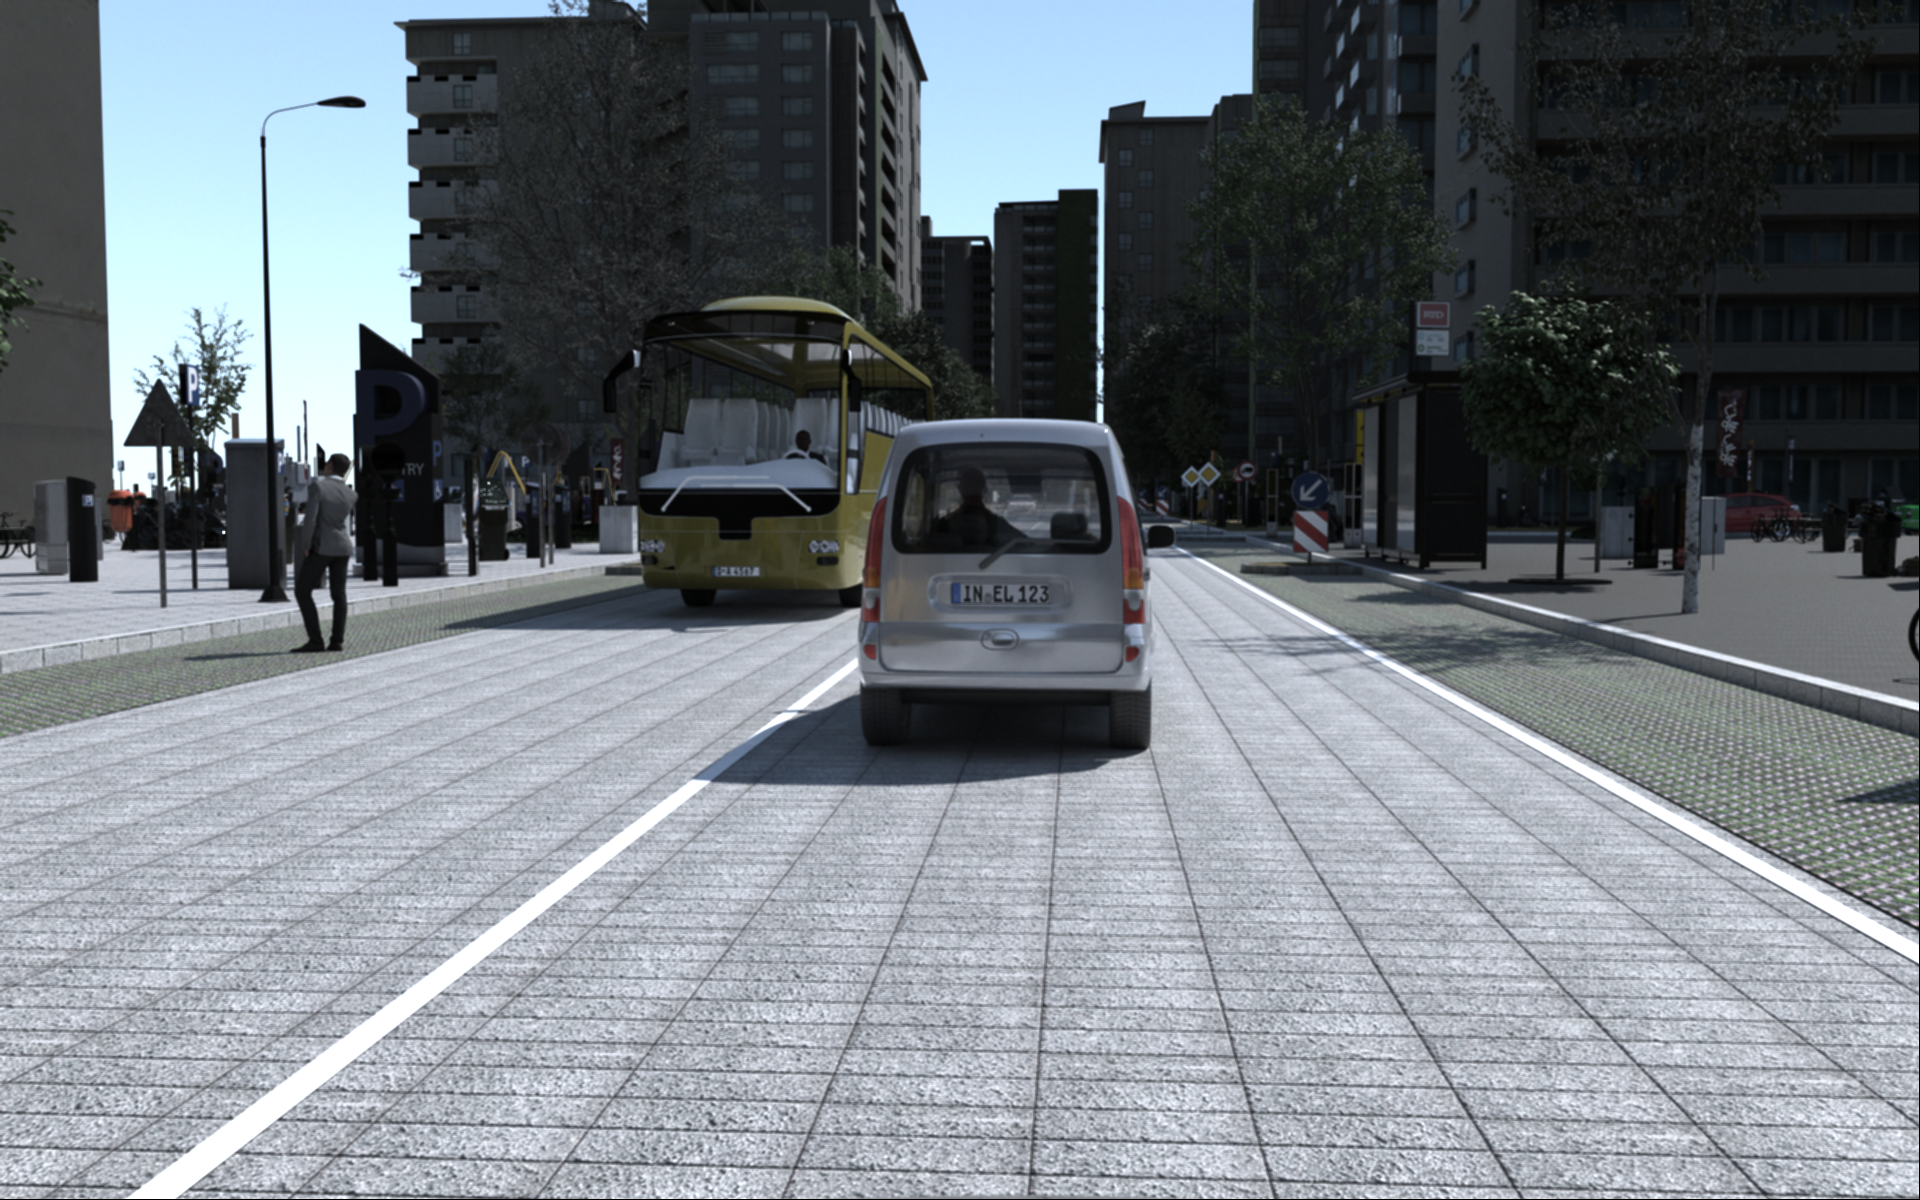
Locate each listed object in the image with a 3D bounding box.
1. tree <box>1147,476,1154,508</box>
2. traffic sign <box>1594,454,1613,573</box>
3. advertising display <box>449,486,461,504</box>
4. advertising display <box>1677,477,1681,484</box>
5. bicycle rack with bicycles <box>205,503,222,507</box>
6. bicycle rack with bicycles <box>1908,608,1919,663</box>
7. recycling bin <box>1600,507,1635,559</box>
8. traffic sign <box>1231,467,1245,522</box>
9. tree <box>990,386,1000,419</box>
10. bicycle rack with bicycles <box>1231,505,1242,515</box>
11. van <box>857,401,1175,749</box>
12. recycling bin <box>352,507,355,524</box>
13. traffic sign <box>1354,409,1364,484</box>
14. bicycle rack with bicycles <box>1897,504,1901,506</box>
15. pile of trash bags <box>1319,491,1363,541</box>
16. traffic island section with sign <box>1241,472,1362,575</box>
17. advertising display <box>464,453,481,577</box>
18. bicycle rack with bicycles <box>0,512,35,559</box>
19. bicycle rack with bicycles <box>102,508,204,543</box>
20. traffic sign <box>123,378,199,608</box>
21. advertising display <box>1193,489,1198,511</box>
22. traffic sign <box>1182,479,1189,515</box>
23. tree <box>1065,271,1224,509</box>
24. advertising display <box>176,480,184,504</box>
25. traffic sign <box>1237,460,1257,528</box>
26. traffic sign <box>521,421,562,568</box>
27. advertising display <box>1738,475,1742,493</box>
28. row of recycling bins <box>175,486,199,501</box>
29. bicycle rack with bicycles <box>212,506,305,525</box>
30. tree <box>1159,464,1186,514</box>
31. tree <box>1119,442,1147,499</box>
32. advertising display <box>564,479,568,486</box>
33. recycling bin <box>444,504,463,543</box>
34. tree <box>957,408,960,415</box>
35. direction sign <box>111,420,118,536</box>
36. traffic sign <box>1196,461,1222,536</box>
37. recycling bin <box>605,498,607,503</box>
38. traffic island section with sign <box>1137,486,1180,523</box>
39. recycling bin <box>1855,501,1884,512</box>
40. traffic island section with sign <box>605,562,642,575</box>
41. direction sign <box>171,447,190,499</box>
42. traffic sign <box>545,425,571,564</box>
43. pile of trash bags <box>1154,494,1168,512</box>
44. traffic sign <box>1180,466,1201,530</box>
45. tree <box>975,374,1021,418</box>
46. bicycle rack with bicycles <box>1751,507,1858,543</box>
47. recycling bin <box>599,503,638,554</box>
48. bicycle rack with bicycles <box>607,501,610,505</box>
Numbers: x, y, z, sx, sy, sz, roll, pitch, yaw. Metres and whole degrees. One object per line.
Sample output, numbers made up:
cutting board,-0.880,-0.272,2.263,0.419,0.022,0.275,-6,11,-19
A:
tree,18.377,-10.460,165.625,1.663,3.219,1.824,0,3,0
traffic sign,10.427,-1.722,28.267,0.768,2.556,0.104,0,4,7
advertising display,-40.191,-8.113,137.855,0.974,1.923,0.123,0,4,-3
advertising display,26.762,-3.628,64.537,0.123,1.923,0.974,2,4,24
bicycle rack with bicycles,-30.842,-3.721,74.228,2.925,0.926,2.852,1,4,12
bicycle rack with bicycles,8.440,0.083,12.033,2.925,0.926,2.852,3,4,38
recycling bin,13.188,-1.353,34.678,0.722,1.027,0.722,1,4,9
traffic sign,12.838,-4.870,79.727,0.768,2.556,0.104,0,4,7
tree,0.034,-13.306,143.304,9.928,11.665,9.643,0,3,0
bicycle rack with bicycles,16.951,-5.833,108.748,2.925,0.926,2.852,0,4,-7
van,0.394,-0.255,11.177,2.013,2.044,4.112,0,4,5
recycling bin,-26.204,-3.795,74.602,0.722,1.027,0.722,2,4,28
traffic sign,10.569,-2.907,41.409,2.265,3.308,0.079,0,4,8
bicycle rack with bicycles,57.875,-5.544,104.019,2.925,0.926,2.852,-2,4,-31
pile of trash bags,11.012,-2.404,49.055,1.912,1.369,3.447,1,4,23
traffic island section with sign,6.137,-1.391,31.371,1.989,1.847,2.006,0,4,4
advertising display,-7.687,-1.353,27.334,0.123,1.923,0.974,-1,4,-9
bicycle rack with bicycles,-19.517,-1.269,34.137,2.852,0.926,2.925,2,4,25
bicycle rack with bicycles,-21.752,-1.925,44.863,2.852,0.926,2.925,0,4,4
traffic sign,-8.992,-1.191,19.484,0.884,2.594,0.081,0,4,6
advertising display,15.946,-6.724,115.156,0.974,1.923,0.123,0,4,-7
traffic sign,12.702,-5.785,96.717,0.606,2.300,0.079,1,4,14
tree,15.737,-17.865,147.974,12.611,20.169,13.585,0,3,0
advertising display,-37.086,-4.718,82.349,0.123,1.923,0.974,-1,4,-10
traffic sign,10.737,-3.959,64.837,0.768,2.556,0.104,0,4,4
traffic sign,-7.287,-1.838,30.157,0.768,2.556,0.104,1,4,12
advertising display,26.853,-3.329,59.651,0.123,1.923,0.974,2,4,25
row of recycling bins,-38.009,-4.953,88.093,3.534,1.692,1.069,-1,4,-14
bicycle rack with bicycles,-16.518,-1.830,43.300,2.852,0.926,2.925,1,4,10
tree,14.058,-7.068,110.163,1.663,3.219,1.824,0,3,0
tree,18.825,-14.274,183.747,4.737,8.622,4.395,0,3,0
advertising display,-16.855,-4.217,74.164,0.123,1.923,0.974,-1,4,-14
recycling bin,-13.572,-2.025,45.662,0.722,1.027,0.722,-2,4,-33
tree,3.375,-16.058,196.961,8.767,10.594,7.601,0,4,-3
direction sign,-26.081,-3.736,53.076,0.379,3.537,0.876,-3,5,-43
traffic sign,7.608,-3.023,53.074,0.795,2.450,0.064,0,4,4
recycling bin,-23.106,-6.020,110.975,0.722,1.027,0.722,2,4,31
traffic island section with sign,9.881,-4.720,85.802,1.989,1.847,2.006,0,4,4
recycling bin,33.062,-3.085,62.987,0.722,1.027,0.722,-2,4,-33
traffic island section with sign,-5.164,-1.380,31.187,1.989,1.847,2.006,0,4,4
direction sign,-35.577,-5.332,79.172,0.876,3.537,0.379,0,4,-1
traffic sign,-7.476,-1.926,31.598,0.768,2.556,0.104,0,4,4
pile of trash bags,15.557,-7.102,125.869,3.447,1.369,1.912,3,5,43
traffic sign,8.156,-3.511,61.040,0.795,2.450,0.064,0,4,4
tree,1.740,-16.263,176.262,12.009,13.543,11.850,0,3,0
bicycle rack with bicycles,22.406,-2.005,46.162,2.925,0.926,2.852,-1,4,-12
recycling bin,-7.372,-1.520,37.403,0.722,1.027,0.722,0,4,-1
bicycle rack with bicycles,-26.663,-7.395,134.284,2.925,0.926,2.852,3,4,36
